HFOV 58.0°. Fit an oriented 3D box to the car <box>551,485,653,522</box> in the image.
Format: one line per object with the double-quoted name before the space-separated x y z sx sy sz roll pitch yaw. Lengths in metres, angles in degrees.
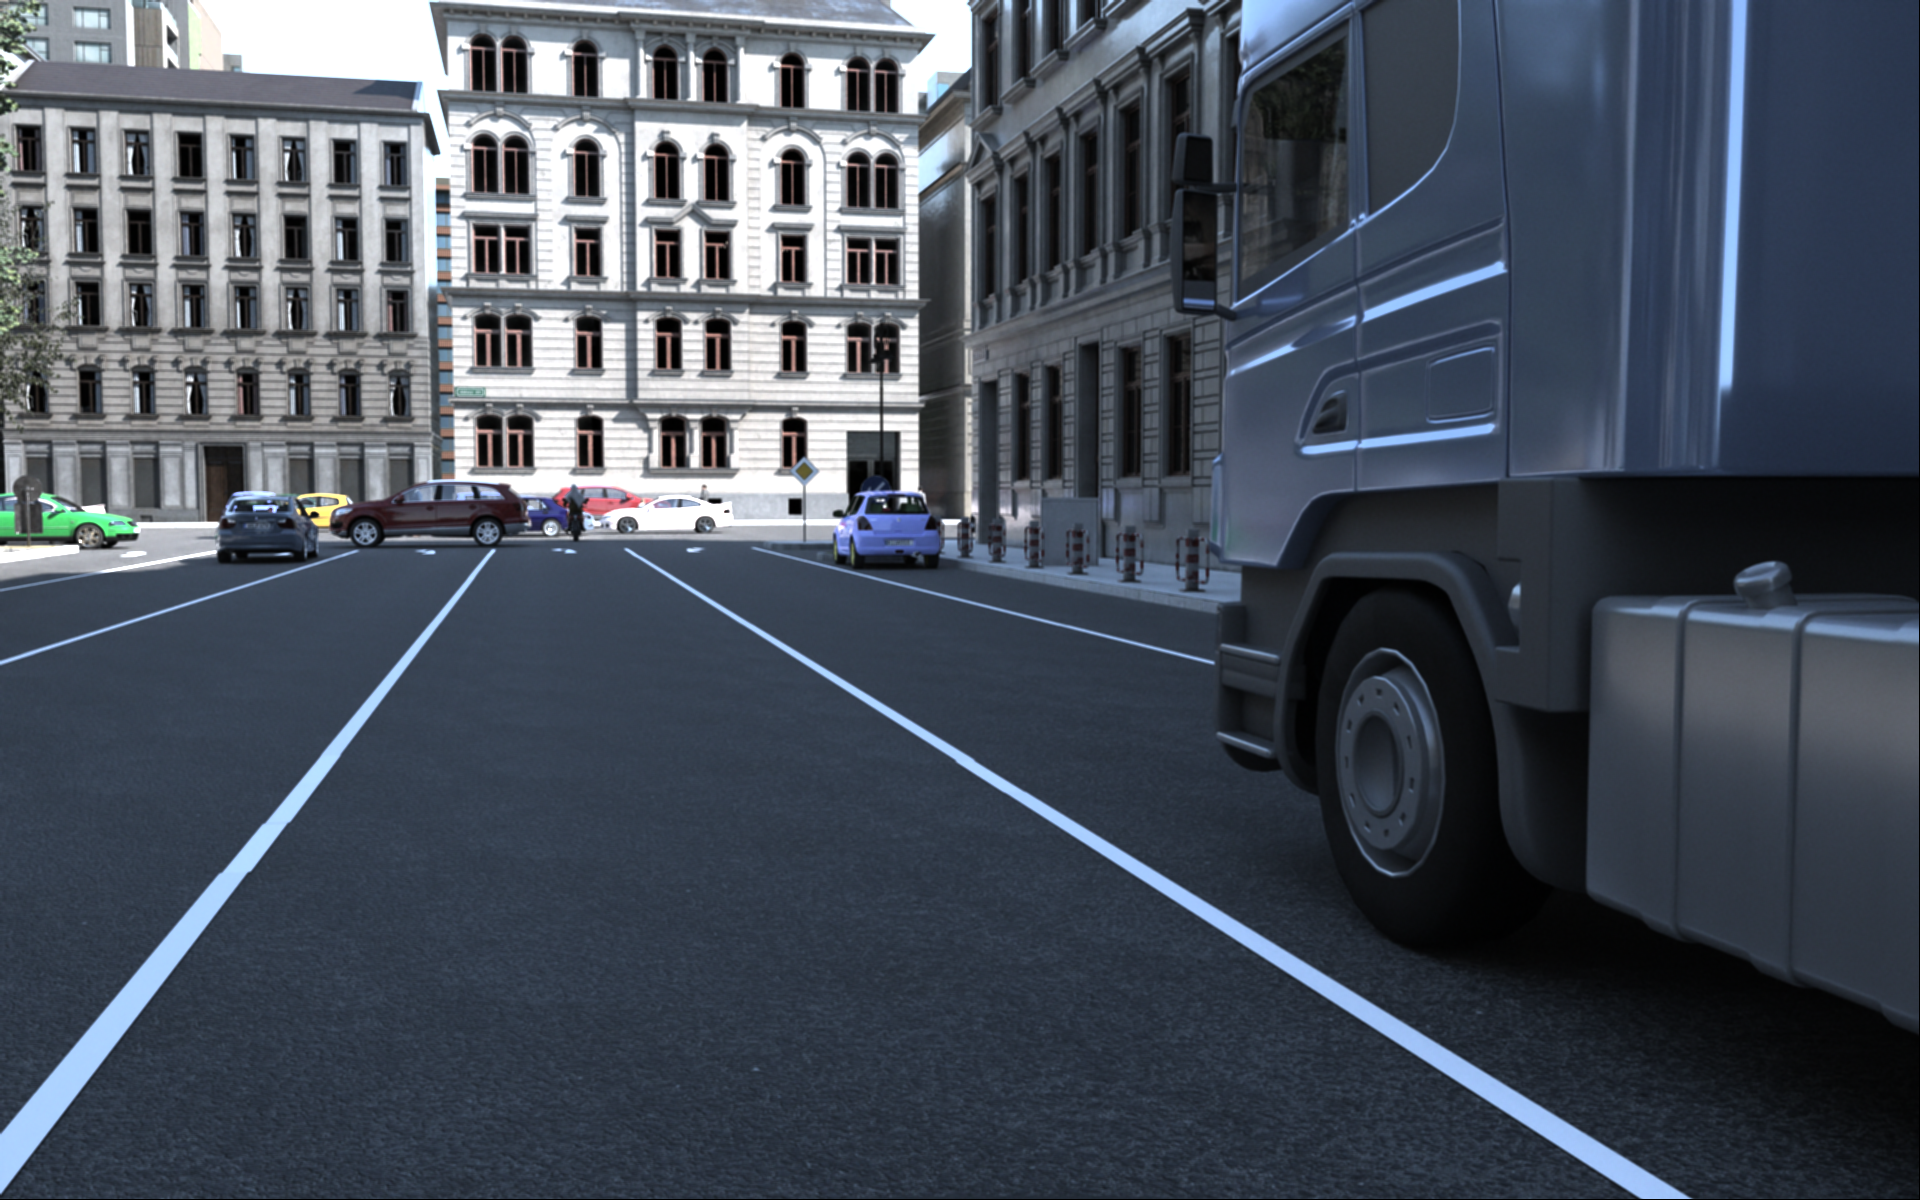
"car" -15.053 -4.036 74.656 5.304 1.827 2.281 -1 4 -12

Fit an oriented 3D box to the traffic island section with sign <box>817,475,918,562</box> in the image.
"traffic island section with sign" -2.073 -1.778 37.702 1.989 1.847 2.006 -1 4 -14

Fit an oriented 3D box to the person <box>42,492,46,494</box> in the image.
"person" -37.956 -3.853 71.480 0.713 1.824 0.794 -1 4 -18

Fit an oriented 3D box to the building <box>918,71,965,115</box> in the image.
"building" 7.718 -35.428 198.858 30.456 49.044 23.786 -1 4 -14

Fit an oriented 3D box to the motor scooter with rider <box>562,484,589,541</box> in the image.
"motor scooter with rider" -11.751 -2.699 53.097 0.876 1.779 1.986 -1 4 -12

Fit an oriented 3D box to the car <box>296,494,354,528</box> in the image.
"car" -24.811 -3.398 65.779 3.980 1.641 2.015 -1 4 -13

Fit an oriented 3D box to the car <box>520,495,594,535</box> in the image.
"car" -15.112 -2.975 60.652 4.499 1.417 2.014 -1 4 -13

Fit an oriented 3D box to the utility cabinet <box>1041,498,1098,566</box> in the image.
"utility cabinet" 1.956 -1.212 30.986 1.020 1.237 0.306 0 4 2

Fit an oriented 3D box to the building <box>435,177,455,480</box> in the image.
"building" -70.188 -35.937 242.188 28.867 44.769 22.147 -1 4 -14

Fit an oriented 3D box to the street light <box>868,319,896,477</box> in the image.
"street light" -2.079 -4.473 45.924 0.468 5.910 1.993 -1 4 -14

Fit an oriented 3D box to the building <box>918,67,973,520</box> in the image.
"building" 12.324 -16.027 95.329 30.059 22.955 16.112 -1 4 -14

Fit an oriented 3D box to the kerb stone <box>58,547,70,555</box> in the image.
"kerb stone" -21.421 -1.159 41.161 0.120 0.150 1.000 -1 4 -14

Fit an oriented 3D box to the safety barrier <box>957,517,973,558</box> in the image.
"safety barrier" 0.102 -1.259 34.859 0.300 0.817 1.120 -1 4 -14

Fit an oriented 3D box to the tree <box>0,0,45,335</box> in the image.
"tree" -19.192 -7.199 26.812 9.857 13.997 8.962 0 3 0

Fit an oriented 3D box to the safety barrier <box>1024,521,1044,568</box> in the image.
"safety barrier" 1.286 -0.963 30.021 0.300 0.817 1.120 -1 4 -14

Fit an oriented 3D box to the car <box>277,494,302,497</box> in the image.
"car" -27.610 -3.715 72.539 4.920 1.459 2.131 -1 4 -14

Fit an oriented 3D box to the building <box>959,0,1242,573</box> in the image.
"building" 7.506 -12.230 36.121 11.583 22.565 21.152 -1 4 -14

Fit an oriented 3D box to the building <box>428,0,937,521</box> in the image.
"building" -14.181 -18.397 88.174 23.554 28.519 14.401 -1 4 -14

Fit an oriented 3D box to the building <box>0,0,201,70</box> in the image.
"building" -68.478 -27.743 137.194 14.154 41.232 14.086 -1 4 -14

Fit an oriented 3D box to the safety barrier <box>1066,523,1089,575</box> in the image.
"safety barrier" 1.874 -0.815 27.603 0.300 0.817 1.120 -1 4 -14

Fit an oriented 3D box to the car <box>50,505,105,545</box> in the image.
"car" -27.026 -2.269 49.454 4.827 1.381 2.083 -1 4 -14

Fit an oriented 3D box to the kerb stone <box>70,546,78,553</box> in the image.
"kerb stone" -21.665 -1.222 42.171 0.120 0.150 1.000 -1 4 -14

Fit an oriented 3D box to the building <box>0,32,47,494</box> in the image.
"building" -55.593 -17.127 77.282 25.104 27.353 12.463 -1 4 -14

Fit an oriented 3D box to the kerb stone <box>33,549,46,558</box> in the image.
"kerb stone" -20.930 -1.035 39.165 0.120 0.150 1.000 -1 4 -14

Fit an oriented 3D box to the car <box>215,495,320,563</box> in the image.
"car" -15.010 -1.566 37.608 2.014 1.417 4.499 -1 4 -16

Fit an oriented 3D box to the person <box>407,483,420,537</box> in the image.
"person" -18.231 -3.018 58.021 0.419 1.800 0.721 -3 5 -40

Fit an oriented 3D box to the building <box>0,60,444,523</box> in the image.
"building" -33.994 -14.203 81.373 18.267 20.994 9.793 -1 4 -14

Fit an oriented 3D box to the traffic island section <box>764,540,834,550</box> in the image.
"traffic island section" -4.111 -1.454 46.048 2.009 0.180 2.903 -1 4 -14

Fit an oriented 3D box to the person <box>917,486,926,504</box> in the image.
"person" -1.841 -4.301 79.095 0.678 1.792 0.850 1 4 15

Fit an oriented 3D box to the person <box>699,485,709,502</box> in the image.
"person" -11.437 -4.205 77.053 0.447 1.846 0.655 1 4 18

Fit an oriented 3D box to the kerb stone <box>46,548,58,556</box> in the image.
"kerb stone" -21.178 -1.099 40.162 0.120 0.150 1.000 -1 4 -14

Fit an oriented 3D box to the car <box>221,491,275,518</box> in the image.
"car" -23.173 -2.902 57.043 1.945 1.707 3.694 -1 4 -13

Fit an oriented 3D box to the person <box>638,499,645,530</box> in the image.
"person" -12.615 -3.395 68.699 0.332 1.250 0.352 0 4 -2

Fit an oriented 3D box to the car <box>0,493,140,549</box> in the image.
"car" -24.062 -2.233 45.303 4.718 1.807 1.959 -1 4 -12

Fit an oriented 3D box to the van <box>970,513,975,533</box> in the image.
"van" 2.903 -2.852 51.015 5.245 2.365 2.240 -1 4 -12

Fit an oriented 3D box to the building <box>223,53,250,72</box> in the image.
"building" -87.339 -34.042 176.201 30.456 49.044 23.786 -1 4 -14

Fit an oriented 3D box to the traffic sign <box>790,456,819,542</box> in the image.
"traffic sign" -4.132 -2.589 45.965 0.795 2.450 0.064 -1 4 -14

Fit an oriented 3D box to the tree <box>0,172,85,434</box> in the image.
"tree" -22.242 -5.295 39.400 4.360 8.622 3.978 0 3 0

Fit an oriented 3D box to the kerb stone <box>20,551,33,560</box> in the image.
"kerb stone" -20.683 -0.971 38.155 0.120 0.150 1.000 -1 4 -14

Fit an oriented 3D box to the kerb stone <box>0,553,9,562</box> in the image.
"kerb stone" -20.438 -0.915 37.149 0.120 0.150 1.000 -1 4 -14

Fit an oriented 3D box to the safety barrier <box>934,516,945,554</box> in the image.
"safety barrier" -0.487 -1.407 37.277 0.300 0.817 1.120 -1 4 -14

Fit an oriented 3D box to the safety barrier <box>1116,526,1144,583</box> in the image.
"safety barrier" 2.465 -0.667 25.185 0.300 0.817 1.120 -1 4 -14

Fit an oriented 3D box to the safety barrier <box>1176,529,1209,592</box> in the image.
"safety barrier" 3.051 -0.519 22.760 0.300 0.817 1.120 -1 4 -14

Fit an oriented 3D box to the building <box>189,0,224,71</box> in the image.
"building" -72.275 -30.616 150.676 14.600 45.320 14.200 -1 4 -14

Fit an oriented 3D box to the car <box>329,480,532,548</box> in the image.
"car" -14.450 -2.366 47.352 5.304 1.827 2.281 -1 4 -14

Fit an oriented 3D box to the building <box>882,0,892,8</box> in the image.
"building" -18.484 -44.368 163.674 20.563 71.187 20.611 -1 4 -14

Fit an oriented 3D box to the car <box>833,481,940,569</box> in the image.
"car" -1.519 -1.523 34.497 1.945 1.707 3.694 -1 4 -12

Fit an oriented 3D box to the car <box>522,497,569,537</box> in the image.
"car" -15.079 -2.793 58.240 3.894 1.354 1.945 -1 4 -13

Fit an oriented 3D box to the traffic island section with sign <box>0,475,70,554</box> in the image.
"traffic island section with sign" -22.661 -2.058 41.792 2.006 1.907 1.989 -1 4 -14

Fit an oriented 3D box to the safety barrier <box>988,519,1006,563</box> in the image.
"safety barrier" 0.693 -1.111 32.442 0.300 0.817 1.120 -1 4 -14

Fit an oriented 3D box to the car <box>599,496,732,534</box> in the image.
"car" -10.787 -3.133 63.586 4.827 1.381 2.083 -1 4 -14
